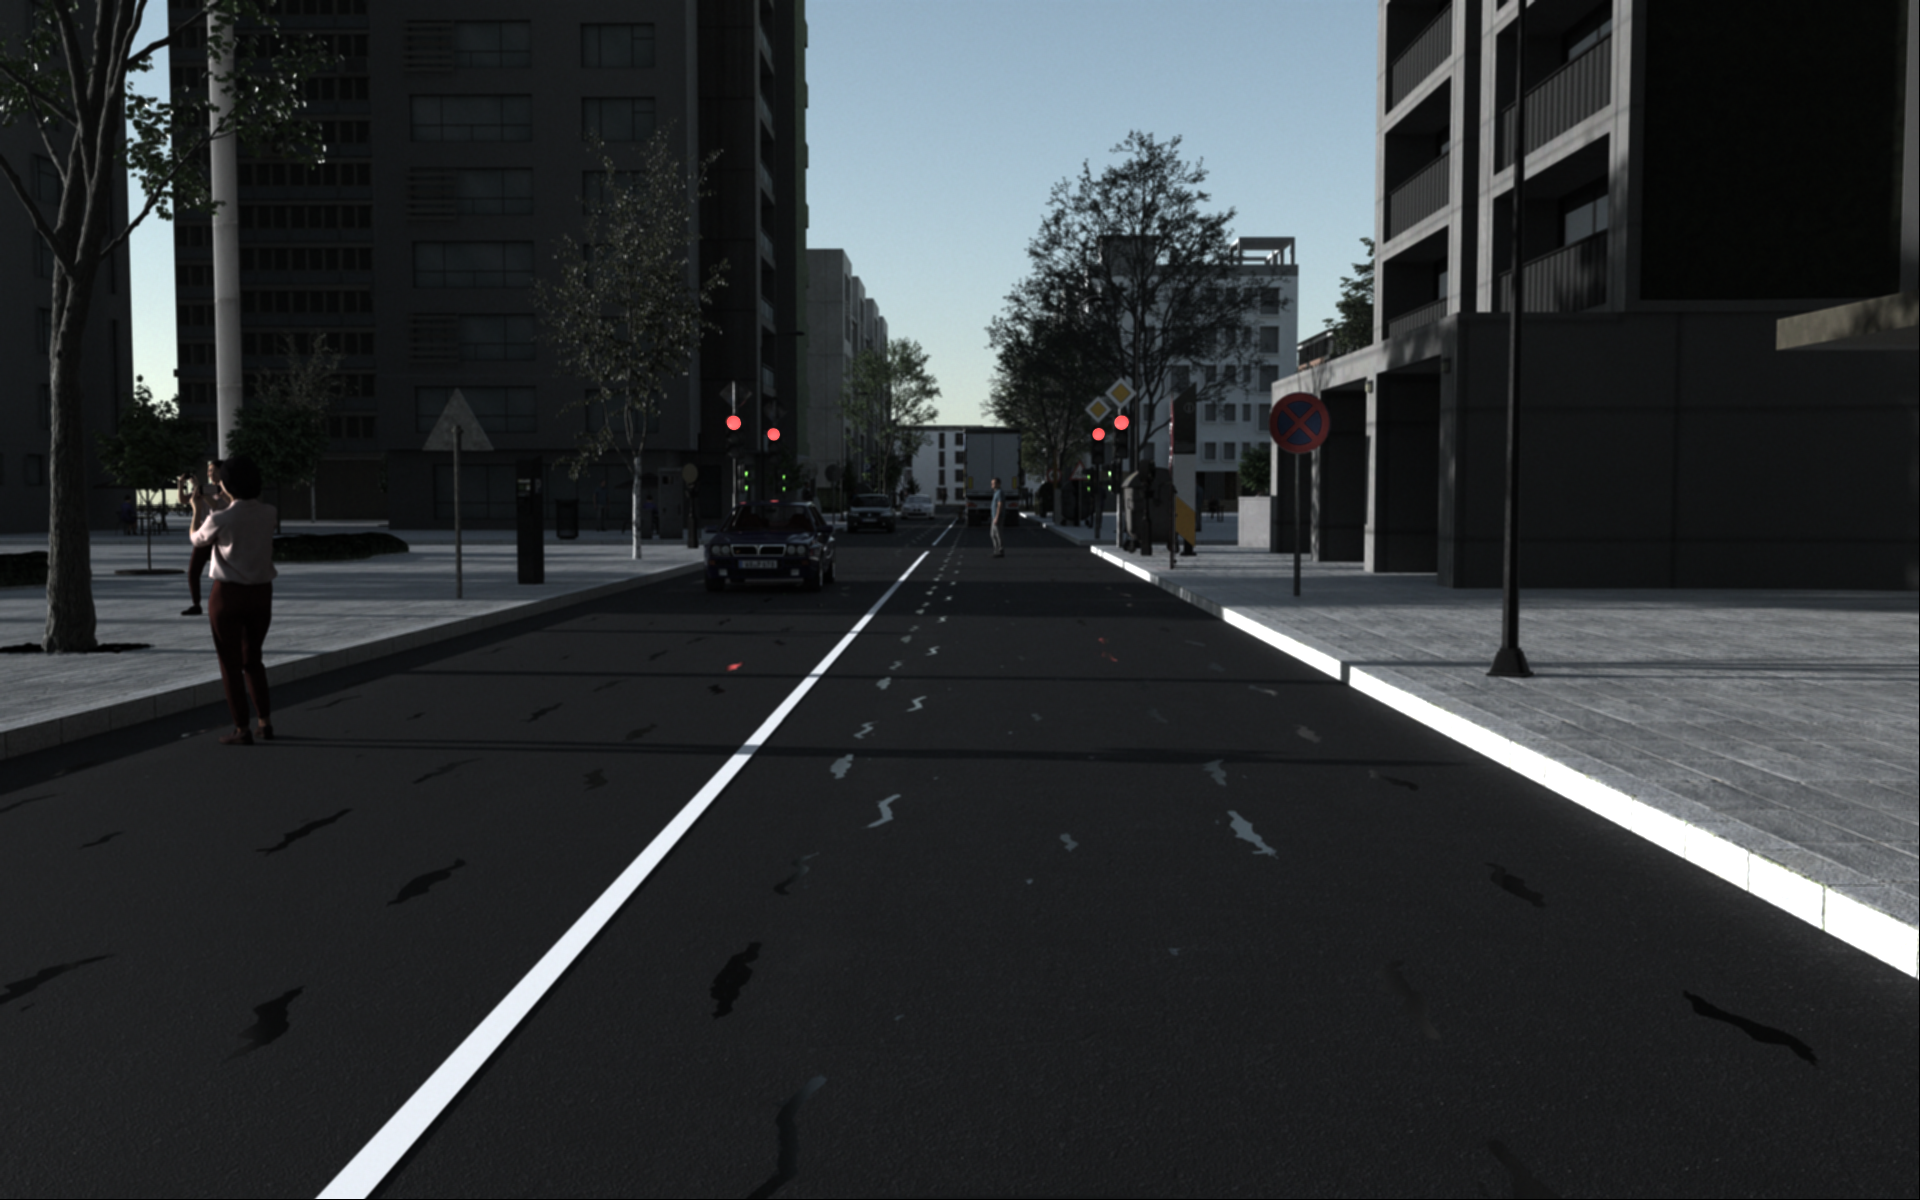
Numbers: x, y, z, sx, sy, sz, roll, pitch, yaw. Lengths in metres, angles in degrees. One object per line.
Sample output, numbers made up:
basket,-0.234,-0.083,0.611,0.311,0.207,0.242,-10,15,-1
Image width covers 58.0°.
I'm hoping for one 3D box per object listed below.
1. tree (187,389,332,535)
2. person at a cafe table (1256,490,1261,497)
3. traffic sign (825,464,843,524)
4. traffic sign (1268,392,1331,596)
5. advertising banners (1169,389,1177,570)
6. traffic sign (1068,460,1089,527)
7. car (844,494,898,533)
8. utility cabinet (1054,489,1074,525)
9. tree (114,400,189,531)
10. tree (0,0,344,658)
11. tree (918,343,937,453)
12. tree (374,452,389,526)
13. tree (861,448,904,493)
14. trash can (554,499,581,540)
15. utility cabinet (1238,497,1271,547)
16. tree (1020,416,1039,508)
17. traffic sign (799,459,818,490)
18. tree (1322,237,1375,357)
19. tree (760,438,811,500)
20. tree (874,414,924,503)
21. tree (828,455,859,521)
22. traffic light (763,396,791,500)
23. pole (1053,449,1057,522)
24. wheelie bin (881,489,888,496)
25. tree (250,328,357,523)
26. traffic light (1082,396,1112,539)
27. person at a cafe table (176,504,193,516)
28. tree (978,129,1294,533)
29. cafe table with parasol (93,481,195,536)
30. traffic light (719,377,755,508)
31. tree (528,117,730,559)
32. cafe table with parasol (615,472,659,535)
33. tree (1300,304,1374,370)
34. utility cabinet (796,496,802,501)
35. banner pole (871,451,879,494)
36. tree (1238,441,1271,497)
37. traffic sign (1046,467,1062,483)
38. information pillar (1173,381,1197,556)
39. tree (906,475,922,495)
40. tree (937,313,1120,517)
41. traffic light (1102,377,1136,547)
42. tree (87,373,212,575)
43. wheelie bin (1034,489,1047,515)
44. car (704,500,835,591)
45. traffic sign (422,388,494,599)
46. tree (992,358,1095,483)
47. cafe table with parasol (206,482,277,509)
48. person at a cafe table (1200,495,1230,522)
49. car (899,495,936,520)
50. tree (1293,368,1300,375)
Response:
tree,-21.418,-4.318,54.321,4.285,4.588,4.351,0,3,0
person at a cafe table,19.450,-6.438,113.781,1.698,1.524,1.622,3,5,43
traffic sign,-5.393,-4.514,73.908,0.768,2.556,0.104,0,4,7
traffic sign,4.250,-1.325,21.766,0.768,2.556,0.104,0,4,4
advertising banners,3.670,-2.059,29.859,0.090,3.025,2.074,1,4,9
traffic sign,4.599,-4.068,66.509,0.884,2.594,0.081,0,4,1
car,-3.314,-3.382,65.075,2.009,1.686,4.222,0,4,-1
utility cabinet,4.421,-3.826,71.241,1.173,1.500,0.318,3,5,45
tree,-27.829,-4.681,60.252,4.285,4.588,4.351,0,3,0
tree,-7.119,-5.389,13.872,9.928,11.665,9.643,0,3,0
tree,-4.836,-11.513,113.995,9.928,11.665,9.643,0,3,0
tree,-22.689,-4.547,68.946,1.663,3.219,1.824,0,3,0
tree,-5.582,-8.579,123.975,4.285,4.588,4.351,0,3,0
trash can,-11.106,-2.283,48.987,0.748,1.137,0.748,0,3,0
utility cabinet,7.256,-1.879,41.882,1.020,1.237,0.306,2,4,34
tree,5.507,-12.524,155.125,4.360,8.622,3.978,0,3,0
traffic sign,-5.495,-3.815,62.478,0.768,2.556,0.104,1,4,9
tree,20.242,-10.304,75.120,9.857,13.997,8.962,0,3,0
tree,-6.064,-3.919,58.683,1.663,3.219,1.824,0,3,0
tree,-5.079,-12.229,150.306,4.360,8.622,3.978,0,3,0
tree,-5.421,-5.486,84.305,1.663,3.219,1.824,0,3,0
traffic light,-5.280,-3.713,49.623,0.839,4.253,0.868,0,4,1
pole,4.348,-5.218,79.164,0.158,3.312,0.155,0,3,0
wheelie bin,-5.320,-6.776,118.697,0.693,1.594,0.980,1,4,10
tree,-28.666,-7.675,75.851,4.360,8.622,3.978,0,3,0
traffic light,3.921,-3.707,49.534,0.839,4.253,0.868,0,4,1
person at a cafe table,-44.357,-5.464,100.204,1.726,1.238,1.698,-1,4,-20
tree,5.864,-9.006,57.620,12.009,13.543,11.850,0,3,0
cafe table with parasol,-25.535,-3.006,54.021,2.610,1.966,2.610,-1,4,-16
traffic light,-5.372,-3.224,41.638,0.839,4.253,0.868,0,4,1
tree,-6.476,-5.134,34.305,4.360,8.622,3.978,0,3,0
cafe table with parasol,-9.823,-3.052,54.773,2.610,1.966,2.610,-3,4,-37
tree,15.614,-7.003,64.868,4.360,8.622,3.978,0,3,0
utility cabinet,-6.152,-3.450,67.563,0.306,1.237,1.020,0,4,8
banner pole,-4.966,-6.836,101.792,0.863,3.779,0.401,3,5,43
tree,18.743,-7.589,107.797,4.285,4.588,4.351,0,3,0
traffic sign,4.488,-5.041,82.521,0.768,2.556,0.104,0,4,7
information pillar,4.675,-2.729,35.977,0.504,3.616,0.183,0,4,5
tree,-4.933,-11.152,176.929,1.663,3.219,1.824,0,3,0
tree,5.581,-10.564,98.474,9.928,11.665,9.643,0,3,0
traffic light,3.829,-3.219,41.549,0.839,4.253,0.868,0,4,1
tree,-13.213,-2.035,27.874,1.663,3.219,1.824,0,3,0
wheelie bin,4.889,-5.939,105.005,0.693,1.594,0.980,-2,4,-31
car,-2.891,-0.866,26.733,1.945,1.354,3.894,0,3,0
traffic sign,-6.154,-1.297,21.217,0.884,2.594,0.081,0,4,1
tree,6.089,-12.378,120.508,7.486,12.596,7.792,0,3,0
cafe table with parasol,-27.766,-3.856,67.909,2.610,1.966,2.610,3,5,39
person at a cafe table,11.770,-4.296,81.093,1.698,1.238,1.726,1,4,21
car,-2.394,-5.292,98.880,2.083,1.381,4.827,0,4,0
tree,18.408,-8.372,87.249,4.360,8.622,3.978,0,3,0
